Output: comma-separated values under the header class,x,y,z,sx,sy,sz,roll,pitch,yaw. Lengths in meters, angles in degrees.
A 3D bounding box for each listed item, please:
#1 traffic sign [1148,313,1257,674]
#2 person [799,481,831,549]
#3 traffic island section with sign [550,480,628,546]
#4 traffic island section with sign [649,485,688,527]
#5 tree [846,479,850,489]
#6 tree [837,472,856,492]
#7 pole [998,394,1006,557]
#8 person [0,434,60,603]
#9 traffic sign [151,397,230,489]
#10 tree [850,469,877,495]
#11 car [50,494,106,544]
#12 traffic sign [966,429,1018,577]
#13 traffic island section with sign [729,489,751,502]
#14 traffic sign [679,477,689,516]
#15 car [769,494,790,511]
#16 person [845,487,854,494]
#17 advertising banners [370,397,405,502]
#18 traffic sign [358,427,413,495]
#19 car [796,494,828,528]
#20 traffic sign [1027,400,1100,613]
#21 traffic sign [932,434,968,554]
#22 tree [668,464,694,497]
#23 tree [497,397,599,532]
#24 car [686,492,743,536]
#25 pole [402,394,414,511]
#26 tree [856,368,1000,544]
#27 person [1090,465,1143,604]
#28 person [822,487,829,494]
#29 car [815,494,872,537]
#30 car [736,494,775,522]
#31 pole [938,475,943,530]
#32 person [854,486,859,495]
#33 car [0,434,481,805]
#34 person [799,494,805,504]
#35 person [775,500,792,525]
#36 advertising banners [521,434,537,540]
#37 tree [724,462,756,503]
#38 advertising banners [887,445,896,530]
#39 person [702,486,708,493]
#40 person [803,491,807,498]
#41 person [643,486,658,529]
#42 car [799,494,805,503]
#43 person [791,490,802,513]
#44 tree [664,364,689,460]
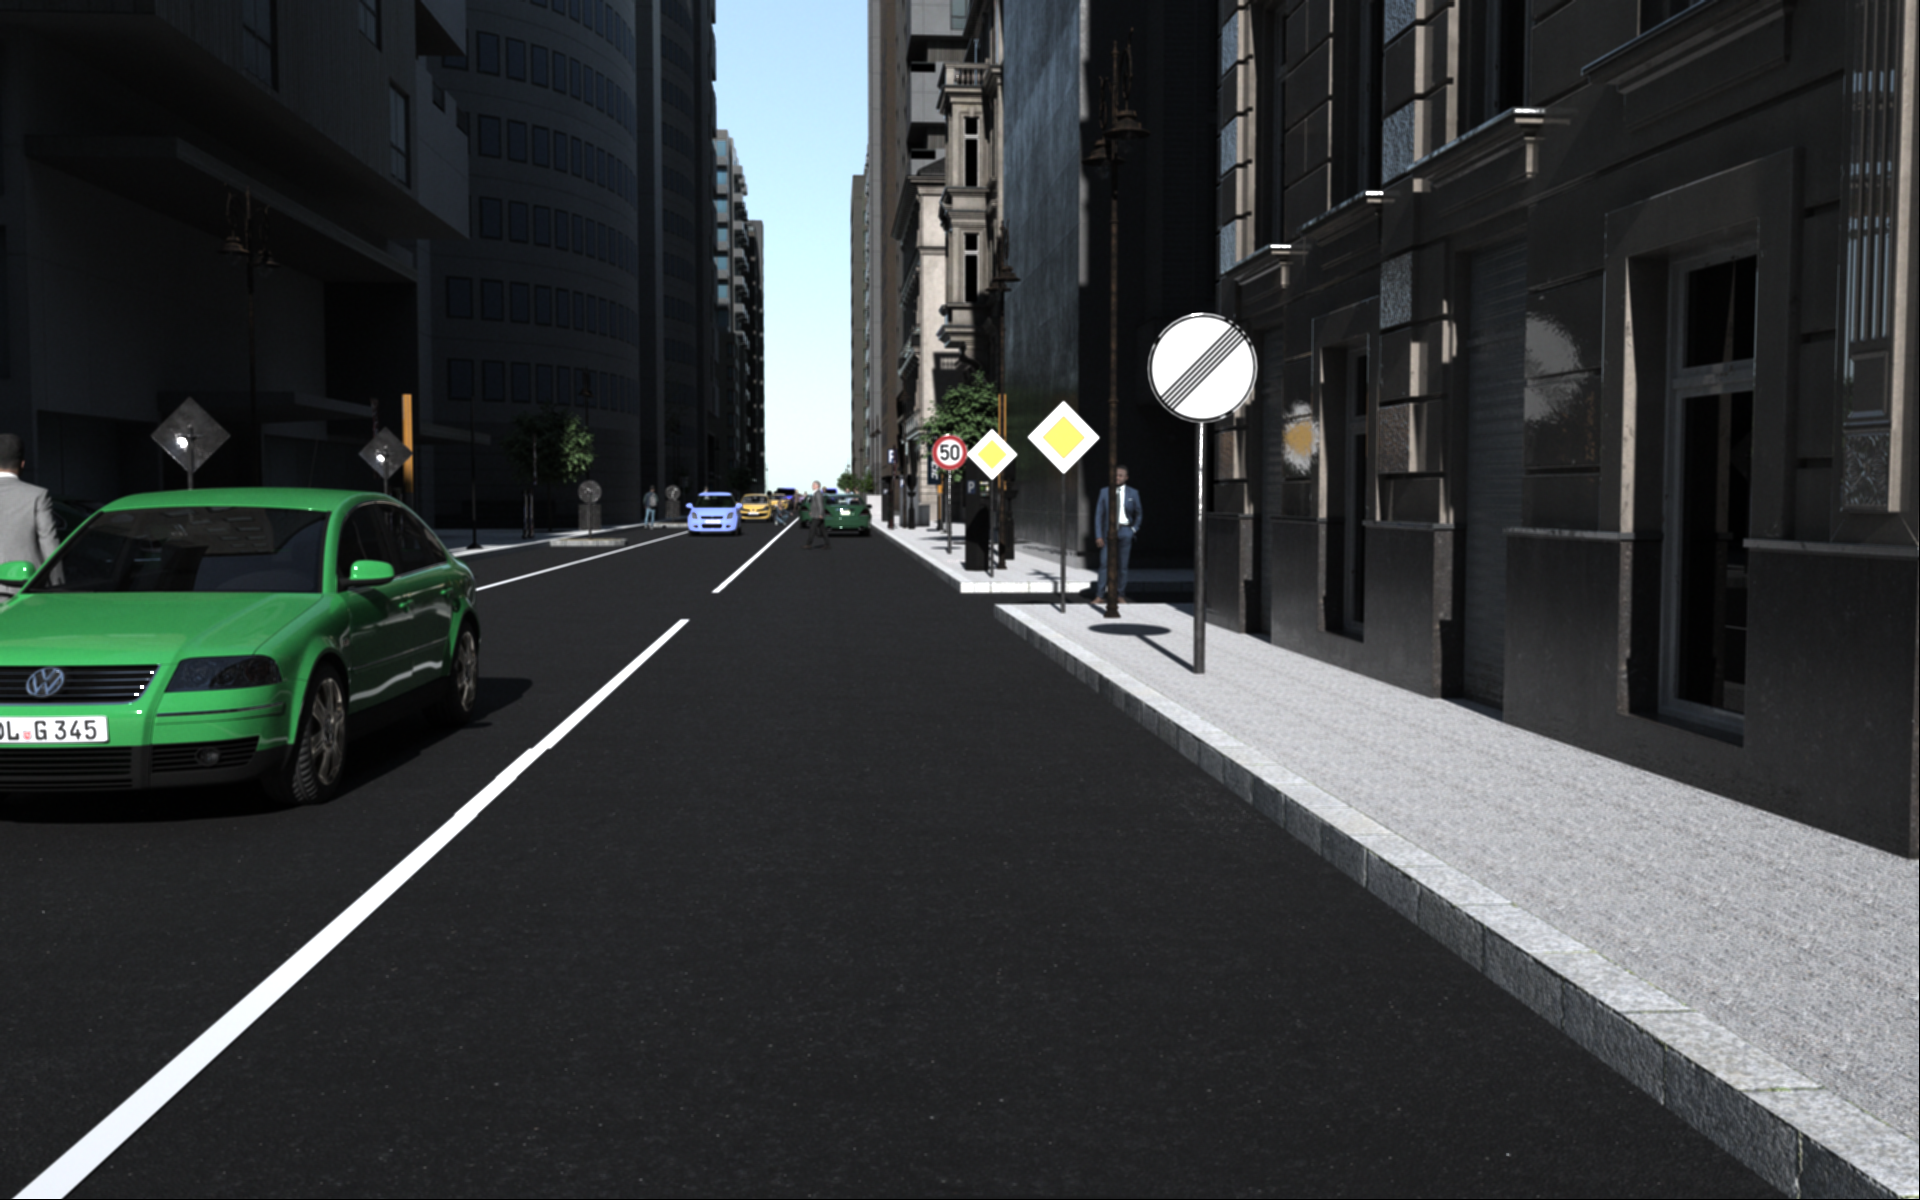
class,x,y,z,sx,sy,sz,roll,pitch,yaw
traffic sign,1.710,-0.746,12.308,0.768,2.556,0.104,0,4,2
person,-3.787,-2.219,45.176,0.834,1.777,0.661,-1,4,-11
traffic island section with sign,-10.380,-2.445,48.605,1.989,1.847,2.006,0,4,-4
traffic island section with sign,-12.466,-4.089,75.480,1.989,1.847,2.006,0,4,-4
tree,-12.445,-12.430,197.837,1.663,3.219,1.824,0,3,0
tree,-14.719,-14.997,228.915,4.285,4.588,4.351,0,3,0
pole,0.860,-2.541,35.394,0.158,3.312,0.155,0,3,0
person,-5.695,-0.097,10.358,0.678,1.792,0.850,-1,4,-17
traffic sign,-7.960,-0.875,17.947,0.795,2.450,0.064,0,4,-4
tree,-6.415,-7.879,123.431,1.663,3.219,1.824,0,3,0
car,-12.281,-0.617,21.884,4.920,1.459,2.131,0,4,-5
traffic sign,0.489,-1.404,26.591,0.795,2.450,0.064,0,4,-4
traffic island section with sign,-16.335,-7.138,125.337,1.989,1.847,2.006,0,4,-4
traffic sign,-16.082,-6.043,100.940,0.606,2.300,0.079,0,4,4
car,-15.429,-8.373,147.119,2.015,1.641,3.980,0,4,-4
person,-5.898,-5.151,92.981,0.793,1.790,0.793,3,5,44
advertising banners,-10.709,-2.215,32.401,0.090,3.025,2.074,0,4,-3
traffic sign,-8.580,-1.362,25.908,0.795,2.450,0.064,0,4,-4
car,-5.944,-3.808,74.063,2.131,1.459,4.920,0,4,-4
traffic sign,1.108,-0.917,18.629,0.795,2.450,0.064,0,4,-4
traffic sign,-0.222,-2.261,37.072,0.768,2.556,0.104,0,4,-3
tree,-17.425,-7.023,109.427,1.663,3.219,1.824,0,3,0
tree,-13.969,-4.591,58.784,4.285,4.588,4.351,0,3,0
car,-8.472,-3.079,59.925,1.945,1.707,3.694,0,4,-5
pole,-11.293,-2.545,35.449,0.158,3.312,0.155,0,3,0
tree,0.448,-3.730,44.705,4.285,4.588,4.351,0,3,0
person,2.007,-0.837,22.360,0.721,1.800,0.419,0,4,-3
person,-6.067,-4.233,78.136,0.576,1.772,0.534,-2,4,-32
car,-4.047,-2.920,59.535,2.131,1.459,4.920,0,4,-6
car,-10.497,-4.810,88.873,2.015,1.641,3.980,0,4,-4
pole,-0.686,-4.106,60.981,0.158,3.312,0.155,0,3,0
person,-4.705,-4.242,78.194,0.374,1.781,0.599,0,4,7
car,-3.868,-0.034,9.348,1.959,1.807,4.718,0,4,-3
person,-11.125,-6.753,122.152,0.421,1.427,0.697,-3,5,-41
person,-8.247,-4.094,80.931,0.738,1.151,1.012,3,5,43
advertising banners,-12.341,-3.274,49.715,0.090,3.025,2.074,0,4,-2
tree,-22.534,-11.862,177.656,4.285,4.588,4.351,0,3,0
advertising banners,-2.476,-4.070,62.734,0.090,3.025,2.074,-1,4,-9
person,-12.506,-4.689,85.262,0.391,1.810,0.635,-3,5,-45
person,-17.905,-11.753,201.367,1.217,1.736,0.721,-2,4,-24
person,-12.703,-3.812,71.172,0.623,1.781,0.721,0,4,-7
car,-22.783,-14.212,244.364,2.014,1.417,4.499,0,4,-4
person,-12.644,-7.621,133.652,0.990,1.755,0.434,-2,4,-27
tree,-16.660,-8.779,93.894,4.360,8.622,3.978,0,3,0
